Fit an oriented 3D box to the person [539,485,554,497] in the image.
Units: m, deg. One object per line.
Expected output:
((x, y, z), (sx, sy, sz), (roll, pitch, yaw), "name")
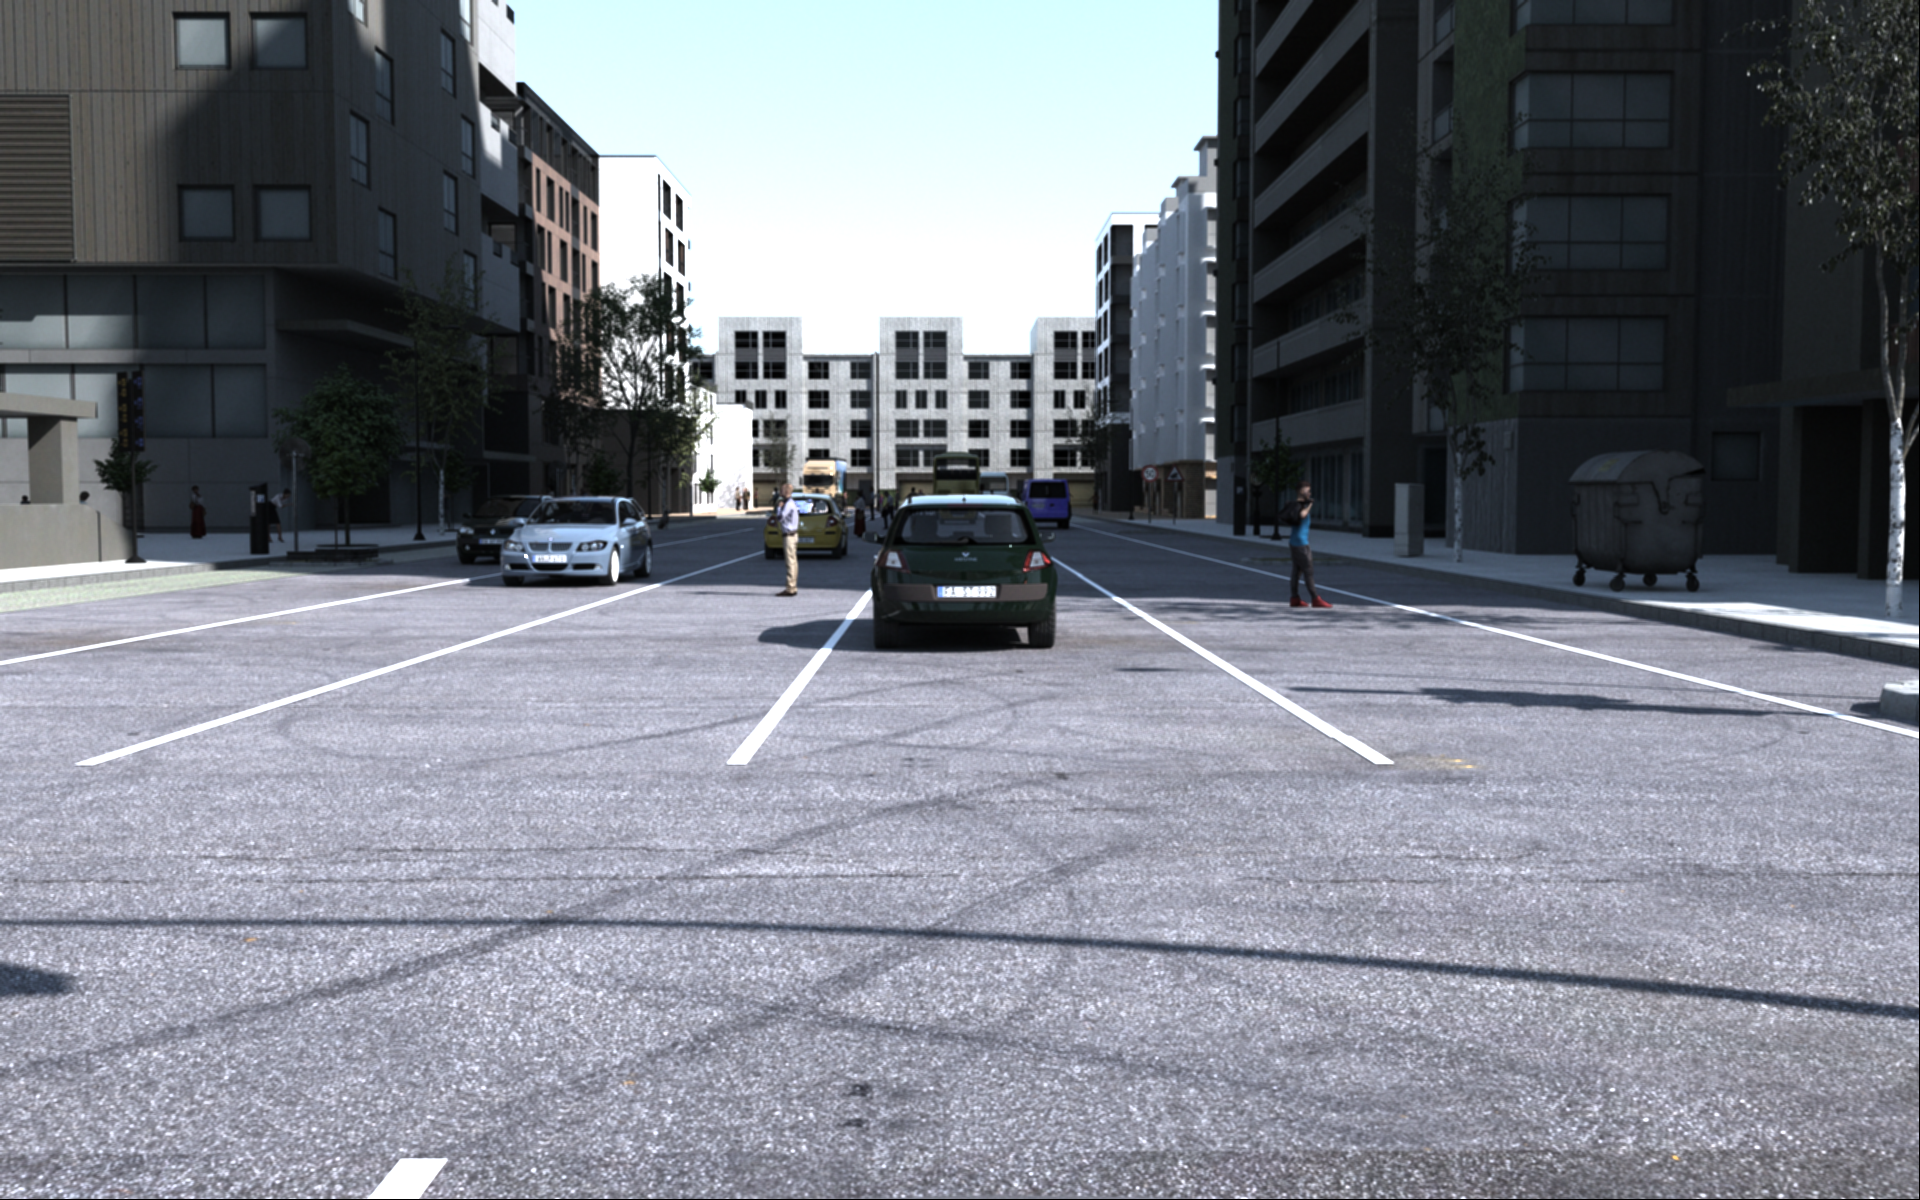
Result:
((-16.113, -3.673, 67.555), (0.566, 1.644, 0.517), (3, 4, 37), "person")

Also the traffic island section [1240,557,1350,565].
((6.855, -0.792, 35.815), (1.991, 0.108, 1.994), (0, 4, 0), "traffic island section")

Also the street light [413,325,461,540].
((-14.449, -4.606, 47.842), (1.470, 5.913, 1.316), (0, 4, 0), "street light")

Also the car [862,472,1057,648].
((0.000, -0.472, 17.498), (2.009, 1.686, 4.222), (0, 4, -2), "car")

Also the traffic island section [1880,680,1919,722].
((7.037, 0.720, 10.503), (2.009, 0.180, 2.903), (0, 4, 0), "traffic island section")

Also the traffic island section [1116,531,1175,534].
((6.673, -2.440, 62.758), (1.991, 0.108, 1.994), (0, 4, 0), "traffic island section")

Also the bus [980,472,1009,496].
((2.847, -9.650, 152.639), (2.948, 3.499, 13.247), (0, 4, 0), "bus")

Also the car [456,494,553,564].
((-9.425, -1.655, 36.843), (2.009, 1.686, 4.222), (0, 4, -1), "car")

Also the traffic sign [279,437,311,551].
((-14.880, -2.364, 38.757), (0.768, 2.556, 0.104), (0, 4, 7), "traffic sign")

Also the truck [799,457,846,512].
((-10.547, -8.917, 134.713), (2.839, 4.237, 11.283), (0, 4, 1), "truck")

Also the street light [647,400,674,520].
((-14.748, -6.888, 85.160), (1.470, 5.913, 1.316), (0, 4, 0), "street light")

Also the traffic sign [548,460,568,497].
((-15.153, -3.983, 65.225), (0.768, 2.556, 0.104), (0, 4, 8), "traffic sign")

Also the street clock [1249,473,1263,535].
((9.245, -3.018, 53.906), (0.471, 2.002, 0.358), (1, 4, 17), "street clock")

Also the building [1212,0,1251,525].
((18.396, -18.748, 78.227), (14.160, 30.474, 14.107), (0, 4, 0), "building")

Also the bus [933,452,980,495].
((-0.207, -6.647, 100.232), (2.896, 3.916, 12.252), (0, 3, 0), "bus")

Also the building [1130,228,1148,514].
((19.465, -15.428, 108.663), (16.016, 20.091, 11.380), (0, 4, 0), "building")

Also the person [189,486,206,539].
((-21.974, -2.533, 49.918), (0.387, 1.526, 0.523), (0, 4, -4), "person")

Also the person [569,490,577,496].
((-17.983, -4.393, 80.340), (0.523, 1.526, 0.387), (0, 4, 3), "person")

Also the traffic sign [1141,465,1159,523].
((8.323, -4.636, 75.898), (0.768, 2.556, 0.104), (1, 4, 9), "traffic sign")

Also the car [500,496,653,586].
((-6.231, -1.013, 28.557), (2.014, 1.417, 4.499), (0, 4, 1), "car")

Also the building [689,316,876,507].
((-24.079, -19.208, 180.513), (31.486, 18.905, 16.747), (0, 4, 0), "building")

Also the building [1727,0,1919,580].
((26.960, -22.563, 23.536), (28.867, 44.769, 22.147), (0, 4, 0), "building")

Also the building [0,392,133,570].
((-32.271, -20.428, 25.873), (32.217, 40.220, 23.993), (0, 4, 0), "building")

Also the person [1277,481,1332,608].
((4.352, -0.704, 21.876), (0.662, 1.594, 0.647), (0, 4, -6), "person")

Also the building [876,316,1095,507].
((7.607, -19.222, 180.736), (31.486, 18.905, 16.747), (0, 4, 0), "building")

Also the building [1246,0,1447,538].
((22.582, -26.678, 59.883), (21.300, 48.544, 21.600), (0, 4, 0), "building")

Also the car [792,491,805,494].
((-10.694, -6.367, 113.695), (1.945, 1.707, 3.694), (0, 4, -1), "car")

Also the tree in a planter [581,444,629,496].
((-12.800, -3.954, 61.871), (1.991, 3.239, 1.994), (0, 4, 0), "tree in a planter")

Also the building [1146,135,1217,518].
((19.309, -14.727, 97.200), (16.016, 20.091, 11.380), (0, 4, 0), "building")

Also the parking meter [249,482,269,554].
((-14.954, -1.745, 36.941), (0.372, 1.533, 0.369), (0, 3, 0), "parking meter")

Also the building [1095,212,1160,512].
((24.808, -18.242, 142.225), (27.936, 21.610, 32.646), (0, 4, 0), "building")

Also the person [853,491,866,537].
((-3.325, -2.855, 57.643), (0.387, 1.526, 0.523), (-3, 4, -37), "person")

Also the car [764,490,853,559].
((-3.468, -1.787, 39.444), (2.015, 1.641, 3.980), (0, 4, -1), "car")

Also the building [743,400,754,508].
((-32.981, -13.009, 154.838), (28.070, 9.664, 9.099), (0, 4, 0), "building")

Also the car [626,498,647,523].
((-10.112, -2.281, 49.866), (1.945, 1.354, 3.894), (0, 4, -1), "car")

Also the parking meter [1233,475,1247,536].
((8.681, -2.930, 53.621), (0.399, 1.863, 0.255), (1, 4, 13), "parking meter")

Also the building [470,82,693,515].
((-32.196, -15.807, 102.424), (27.936, 21.610, 32.646), (0, 4, 0), "building")

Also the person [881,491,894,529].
((-2.909, -3.651, 70.409), (0.590, 1.554, 0.614), (0, 4, 8), "person")

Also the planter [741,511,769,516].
((-13.143, -5.587, 112.486), (1.991, 0.319, 1.994), (0, 4, 0), "planter")

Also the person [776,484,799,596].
((-2.441, -0.846, 24.403), (0.319, 1.574, 0.516), (1, 4, 9), "person")

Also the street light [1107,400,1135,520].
((7.942, -6.911, 85.544), (1.470, 5.913, 1.316), (0, 4, 0), "street light")

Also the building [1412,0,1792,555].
((18.689, -21.931, 42.164), (14.154, 41.232, 14.086), (0, 4, 0), "building")

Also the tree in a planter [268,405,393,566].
((-12.612, -2.306, 34.928), (1.991, 3.239, 1.994), (0, 4, 0), "tree in a planter")

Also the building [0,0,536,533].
((-33.392, -29.231, 67.159), (28.713, 52.752, 27.495), (0, 4, 0), "building")

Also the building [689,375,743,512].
((-23.179, -11.682, 133.154), (9.099, 9.664, 28.070), (0, 4, 0), "building")

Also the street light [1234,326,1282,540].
((8.241, -4.610, 47.922), (1.470, 5.913, 1.316), (0, 4, 0), "street light")

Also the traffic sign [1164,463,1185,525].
((9.030, -4.461, 72.946), (0.884, 2.594, 0.081), (0, 3, 0), "traffic sign")

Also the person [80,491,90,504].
((-21.490, -1.983, 42.381), (0.435, 1.345, 0.340), (0, 4, 6), "person")
